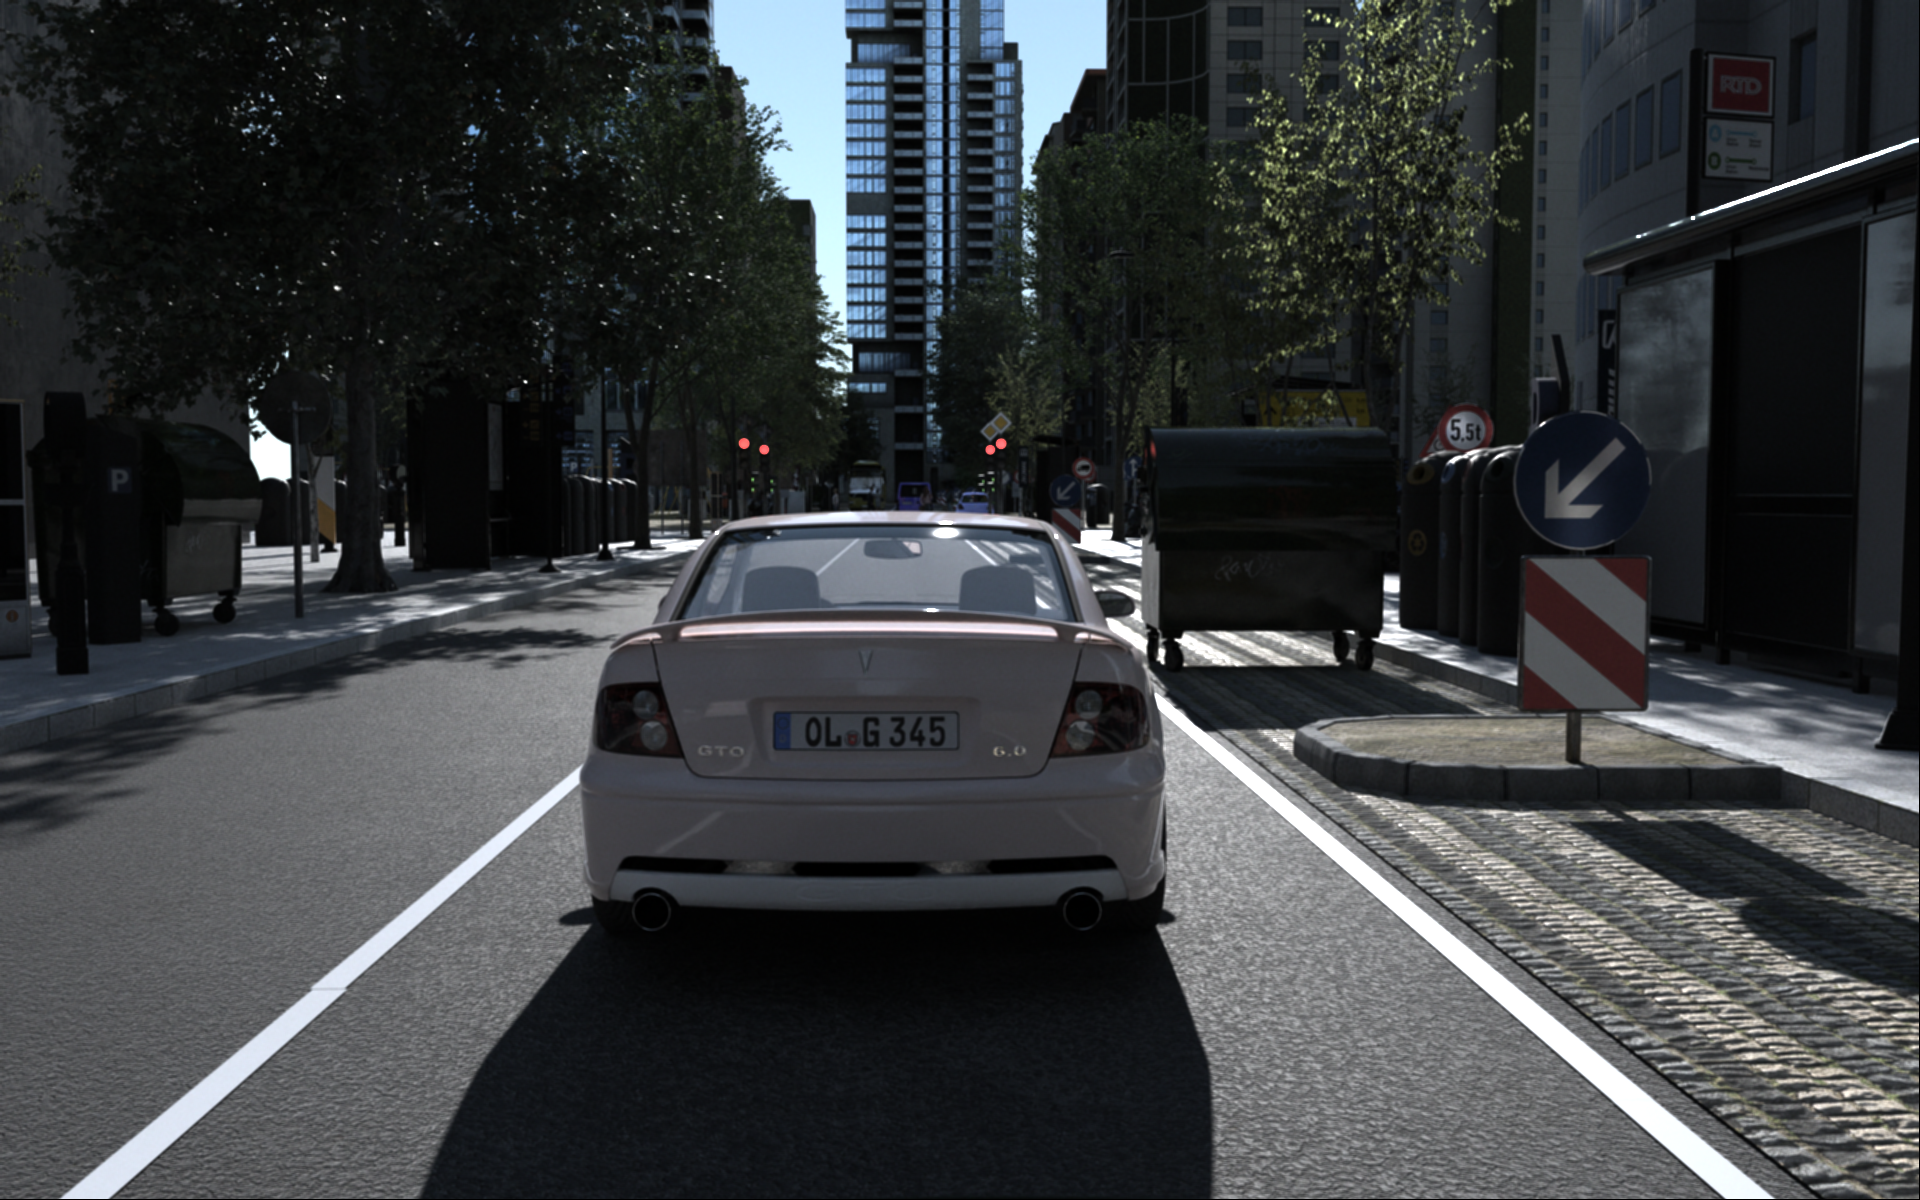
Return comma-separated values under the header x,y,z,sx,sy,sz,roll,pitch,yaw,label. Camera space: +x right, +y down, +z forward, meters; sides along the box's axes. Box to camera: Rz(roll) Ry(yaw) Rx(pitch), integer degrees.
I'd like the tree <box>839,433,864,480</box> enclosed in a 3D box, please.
x,y,z,sx,sy,sz,roll,pitch,yaw,label
-12.062,-15.166,198.318,4.360,8.622,3.978,0,3,0,tree

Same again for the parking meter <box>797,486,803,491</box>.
x,y,z,sx,sy,sz,roll,pitch,yaw,label
-11.160,-7.026,120.592,0.399,1.863,0.255,2,4,35,parking meter

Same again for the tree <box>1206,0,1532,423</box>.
x,y,z,sx,sy,sz,roll,pitch,yaw,label
5.151,-4.349,21.463,4.360,8.622,3.978,0,3,0,tree

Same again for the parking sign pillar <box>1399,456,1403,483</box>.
x,y,z,sx,sy,sz,roll,pitch,yaw,label
30.961,-8.199,122.533,1.447,3.967,1.447,2,4,29,parking sign pillar

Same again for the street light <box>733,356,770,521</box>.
x,y,z,sx,sy,sz,roll,pitch,yaw,label
-7.085,-5.254,58.441,1.470,5.913,1.316,0,4,-2,street light

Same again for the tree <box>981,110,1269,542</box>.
x,y,z,sx,sy,sz,roll,pitch,yaw,label
4.500,-7.413,46.961,9.928,11.665,9.643,0,3,0,tree

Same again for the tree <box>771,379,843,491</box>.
x,y,z,sx,sy,sz,roll,pitch,yaw,label
-10.137,-9.831,111.094,4.737,8.622,4.395,0,3,0,tree

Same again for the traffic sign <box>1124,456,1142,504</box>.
x,y,z,sx,sy,sz,roll,pitch,yaw,label
5.863,-3.544,58.046,0.768,2.556,0.104,0,4,6,traffic sign

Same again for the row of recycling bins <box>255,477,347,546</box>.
x,y,z,sx,sy,sz,roll,pitch,yaw,label
-16.814,-2.284,44.459,1.069,1.692,3.534,1,4,11,row of recycling bins

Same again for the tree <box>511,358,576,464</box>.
x,y,z,sx,sy,sz,roll,pitch,yaw,label
-21.656,-8.446,88.448,4.737,8.622,4.395,0,3,0,tree

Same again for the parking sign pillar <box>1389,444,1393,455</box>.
x,y,z,sx,sy,sz,roll,pitch,yaw,label
22.460,-6.379,92.761,1.447,3.967,1.447,1,4,10,parking sign pillar

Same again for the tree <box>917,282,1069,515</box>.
x,y,z,sx,sy,sz,roll,pitch,yaw,label
2.206,-12.046,103.604,9.857,13.997,8.962,0,3,0,tree

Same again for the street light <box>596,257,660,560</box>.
x,y,z,sx,sy,sz,roll,pitch,yaw,label
-6.358,-3.730,33.525,1.470,5.913,1.316,0,4,-2,street light

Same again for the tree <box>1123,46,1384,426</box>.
x,y,z,sx,sy,sz,roll,pitch,yaw,label
5.112,-4.807,28.950,4.737,8.622,4.395,0,3,0,tree

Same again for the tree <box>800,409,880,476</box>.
x,y,z,sx,sy,sz,roll,pitch,yaw,label
-12.509,-14.544,172.208,7.601,10.594,8.767,0,4,4,tree

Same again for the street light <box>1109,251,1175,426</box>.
x,y,z,sx,sy,sz,roll,pitch,yaw,label
3.557,-3.719,33.343,1.470,5.913,1.316,0,4,-2,street light

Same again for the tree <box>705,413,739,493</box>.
x,y,z,sx,sy,sz,roll,pitch,yaw,label
-18.837,-11.440,137.403,4.737,8.622,4.395,0,3,0,tree

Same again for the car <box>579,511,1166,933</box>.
x,y,z,sx,sy,sz,roll,pitch,yaw,label
-0.271,0.325,7.043,2.083,1.381,4.827,0,4,0,car

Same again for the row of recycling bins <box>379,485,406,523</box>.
x,y,z,sx,sy,sz,roll,pitch,yaw,label
-25.812,-4.182,75.494,1.069,1.692,3.534,3,5,41,row of recycling bins

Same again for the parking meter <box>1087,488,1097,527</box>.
x,y,z,sx,sy,sz,roll,pitch,yaw,label
5.110,-3.591,67.127,0.372,1.533,0.369,0,3,0,parking meter

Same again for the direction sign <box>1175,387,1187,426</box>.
x,y,z,sx,sy,sz,roll,pitch,yaw,label
4.718,-2.754,37.020,0.379,3.537,0.876,1,4,23,direction sign

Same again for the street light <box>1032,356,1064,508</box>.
x,y,z,sx,sy,sz,roll,pitch,yaw,label
2.915,-5.231,58.072,1.470,5.913,1.316,0,4,-2,street light

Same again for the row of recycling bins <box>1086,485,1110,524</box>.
x,y,z,sx,sy,sz,roll,pitch,yaw,label
6.056,-4.259,76.739,1.069,1.692,3.534,0,4,2,row of recycling bins

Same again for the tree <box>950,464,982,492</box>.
x,y,z,sx,sy,sz,roll,pitch,yaw,label
0.787,-10.520,155.721,4.285,4.588,4.351,0,3,0,tree

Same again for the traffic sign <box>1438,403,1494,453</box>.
x,y,z,sx,sy,sz,roll,pitch,yaw,label
7.093,-1.484,24.378,0.768,2.556,0.104,0,4,5,traffic sign

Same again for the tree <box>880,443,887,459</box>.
x,y,z,sx,sy,sz,roll,pitch,yaw,label
-12.832,-16.557,205.115,8.767,10.594,7.601,0,4,-1,tree

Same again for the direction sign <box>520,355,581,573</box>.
x,y,z,sx,sy,sz,roll,pitch,yaw,label
-6.740,-2.223,28.344,0.876,3.537,0.379,0,4,-4,direction sign

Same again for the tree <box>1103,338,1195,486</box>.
x,y,z,sx,sy,sz,roll,pitch,yaw,label
8.863,-7.973,80.726,4.360,8.622,3.978,0,3,0,tree

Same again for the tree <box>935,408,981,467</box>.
x,y,z,sx,sy,sz,roll,pitch,yaw,label
1.170,-14.949,178.822,8.767,10.594,7.601,2,4,35,tree

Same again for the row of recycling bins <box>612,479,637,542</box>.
x,y,z,sx,sy,sz,roll,pitch,yaw,label
-9.491,-2.399,46.333,1.069,1.692,3.534,0,4,7,row of recycling bins

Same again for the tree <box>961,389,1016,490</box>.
x,y,z,sx,sy,sz,roll,pitch,yaw,label
2.675,-10.057,114.801,4.737,8.622,4.395,0,3,0,tree

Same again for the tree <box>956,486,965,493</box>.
x,y,z,sx,sy,sz,roll,pitch,yaw,label
0.532,-11.993,190.691,1.663,3.219,1.824,0,3,0,tree

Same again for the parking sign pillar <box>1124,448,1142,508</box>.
x,y,z,sx,sy,sz,roll,pitch,yaw,label
9.889,-6.648,97.168,1.447,3.967,1.447,1,4,20,parking sign pillar

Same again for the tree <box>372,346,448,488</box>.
x,y,z,sx,sy,sz,roll,pitch,yaw,label
-21.284,-7.267,69.172,4.360,8.622,3.978,0,3,0,tree

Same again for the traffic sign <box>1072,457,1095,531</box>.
x,y,z,sx,sy,sz,roll,pitch,yaw,label
4.227,-3.623,59.338,0.768,2.556,0.104,0,4,1,traffic sign

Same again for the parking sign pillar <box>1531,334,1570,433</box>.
x,y,z,sx,sy,sz,roll,pitch,yaw,label
9.796,-2.463,28.747,1.447,3.967,1.447,1,4,12,parking sign pillar

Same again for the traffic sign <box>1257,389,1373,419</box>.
x,y,z,sx,sy,sz,roll,pitch,yaw,label
6.881,-2.437,33.719,2.265,3.308,0.079,0,4,-1,traffic sign

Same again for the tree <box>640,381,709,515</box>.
x,y,z,sx,sy,sz,roll,pitch,yaw,label
-17.558,-9.650,108.136,4.360,8.622,3.978,0,3,0,tree

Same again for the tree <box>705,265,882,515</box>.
x,y,z,sx,sy,sz,roll,pitch,yaw,label
-8.633,-10.087,83.041,7.486,12.596,7.792,0,3,0,tree

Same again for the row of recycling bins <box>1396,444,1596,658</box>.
x,y,z,sx,sy,sz,roll,pitch,yaw,label
4.691,-0.497,15.241,1.069,1.692,3.534,0,4,1,row of recycling bins

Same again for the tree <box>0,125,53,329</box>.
x,y,z,sx,sy,sz,roll,pitch,yaw,label
-15.202,-4.534,24.493,4.360,8.622,3.978,0,3,0,tree

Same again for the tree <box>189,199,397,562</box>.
x,y,z,sx,sy,sz,roll,pitch,yaw,label
-12.246,-5.006,32.213,4.737,8.622,4.395,0,3,0,tree

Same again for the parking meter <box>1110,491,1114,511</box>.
x,y,z,sx,sy,sz,roll,pitch,yaw,label
11.444,-7.426,129.819,0.372,1.533,0.369,0,3,0,parking meter

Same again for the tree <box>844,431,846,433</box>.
x,y,z,sx,sy,sz,roll,pitch,yaw,label
-10.549,-11.010,130.372,4.737,8.622,4.395,0,3,0,tree

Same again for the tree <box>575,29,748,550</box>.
x,y,z,sx,sy,sz,roll,pitch,yaw,label
-7.455,-6.979,39.870,9.928,11.665,9.643,0,3,0,tree

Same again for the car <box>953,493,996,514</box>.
x,y,z,sx,sy,sz,roll,pitch,yaw,label
0.656,-4.210,78.423,1.945,1.707,3.694,0,4,-1,car

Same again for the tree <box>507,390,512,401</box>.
x,y,z,sx,sy,sz,roll,pitch,yaw,label
-26.738,-8.976,97.117,4.360,8.622,3.978,0,3,0,tree

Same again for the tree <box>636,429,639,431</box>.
x,y,z,sx,sy,sz,roll,pitch,yaw,label
-22.252,-10.974,129.790,4.360,8.622,3.978,0,3,0,tree

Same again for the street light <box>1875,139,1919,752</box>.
x,y,z,sx,sy,sz,roll,pitch,yaw,label
4.252,-2.204,8.579,1.470,5.913,1.316,0,4,-2,street light

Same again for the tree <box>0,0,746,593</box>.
x,y,z,sx,sy,sz,roll,pitch,yaw,label
-7.891,-6.460,22.634,9.611,12.733,9.660,0,3,0,tree

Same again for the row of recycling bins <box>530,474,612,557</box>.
x,y,z,sx,sy,sz,roll,pitch,yaw,label
-8.390,-1.827,36.984,1.069,1.692,3.534,0,4,0,row of recycling bins

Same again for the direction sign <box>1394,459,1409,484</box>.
x,y,z,sx,sy,sz,roll,pitch,yaw,label
28.273,-7.280,111.022,0.876,3.537,0.379,1,4,21,direction sign

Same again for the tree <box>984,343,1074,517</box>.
x,y,z,sx,sy,sz,roll,pitch,yaw,label
3.178,-8.230,84.929,4.360,8.622,3.978,0,3,0,tree

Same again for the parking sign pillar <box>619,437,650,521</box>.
x,y,z,sx,sy,sz,roll,pitch,yaw,label
-15.434,-5.714,81.898,1.447,3.967,1.447,1,4,8,parking sign pillar

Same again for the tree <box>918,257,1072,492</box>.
x,y,z,sx,sy,sz,roll,pitch,yaw,label
2.816,-17.173,136.671,12.611,20.169,13.585,0,3,0,tree

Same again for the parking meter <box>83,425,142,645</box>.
x,y,z,sx,sy,sz,roll,pitch,yaw,label
-7.276,-0.561,14.887,0.255,1.863,0.399,2,4,30,parking meter

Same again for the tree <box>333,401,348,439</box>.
x,y,z,sx,sy,sz,roll,pitch,yaw,label
-30.212,-8.547,90.113,4.360,8.622,3.978,0,3,0,tree
